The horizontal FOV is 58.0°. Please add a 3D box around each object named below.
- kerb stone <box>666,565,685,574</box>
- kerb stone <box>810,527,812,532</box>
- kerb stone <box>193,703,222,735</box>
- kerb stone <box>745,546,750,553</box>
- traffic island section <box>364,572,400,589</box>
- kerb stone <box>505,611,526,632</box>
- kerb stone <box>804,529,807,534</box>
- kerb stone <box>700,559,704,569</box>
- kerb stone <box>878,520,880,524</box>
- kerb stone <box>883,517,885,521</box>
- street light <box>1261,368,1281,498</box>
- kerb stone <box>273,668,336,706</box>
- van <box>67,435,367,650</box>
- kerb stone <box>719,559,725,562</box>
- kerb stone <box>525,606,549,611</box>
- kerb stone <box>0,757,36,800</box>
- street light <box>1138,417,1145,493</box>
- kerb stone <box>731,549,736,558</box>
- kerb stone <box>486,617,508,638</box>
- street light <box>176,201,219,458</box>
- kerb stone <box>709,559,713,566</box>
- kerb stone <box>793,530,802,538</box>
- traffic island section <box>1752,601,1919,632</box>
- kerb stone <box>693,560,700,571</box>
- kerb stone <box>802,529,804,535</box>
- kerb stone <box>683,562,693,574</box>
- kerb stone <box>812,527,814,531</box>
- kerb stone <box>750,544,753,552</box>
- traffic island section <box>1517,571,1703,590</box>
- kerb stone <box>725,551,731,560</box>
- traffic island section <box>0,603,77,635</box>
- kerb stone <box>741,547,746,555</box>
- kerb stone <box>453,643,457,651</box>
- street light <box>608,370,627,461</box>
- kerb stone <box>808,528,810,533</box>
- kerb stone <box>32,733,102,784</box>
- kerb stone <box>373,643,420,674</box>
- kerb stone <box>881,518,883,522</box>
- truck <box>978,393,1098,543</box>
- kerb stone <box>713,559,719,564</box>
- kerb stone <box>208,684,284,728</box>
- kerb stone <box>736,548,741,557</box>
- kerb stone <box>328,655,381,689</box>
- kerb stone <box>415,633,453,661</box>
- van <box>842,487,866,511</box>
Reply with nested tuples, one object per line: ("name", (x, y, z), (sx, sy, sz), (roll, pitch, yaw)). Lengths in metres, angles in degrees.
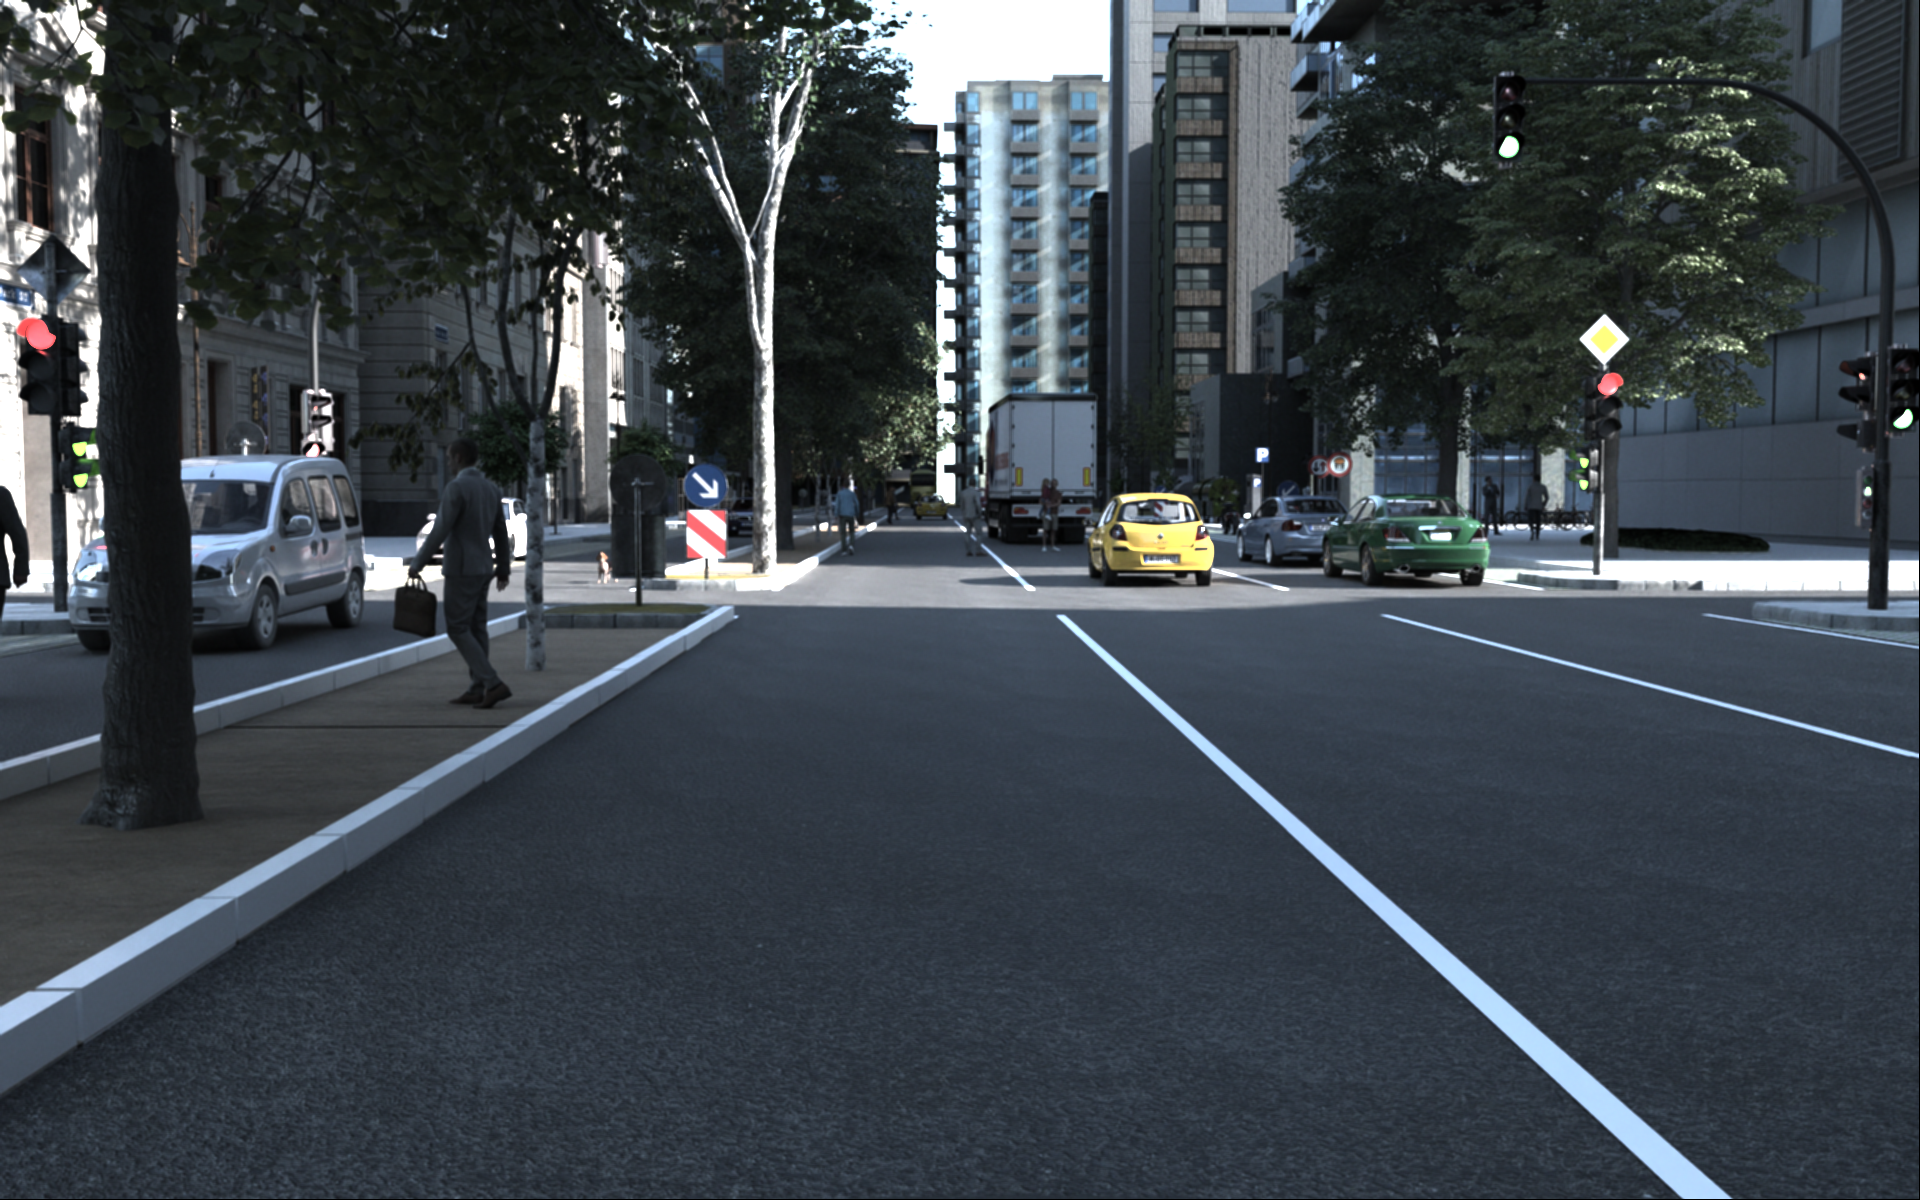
("kerb stone", (-4.957, -0.482, 30.068), (0.120, 0.150, 1.000), (0, 4, -1))
("kerb stone", (-5.630, -2.550, 63.896), (0.120, 0.150, 1.000), (0, 4, -1))
("kerb stone", (-4.556, 0.744, 10.028), (0.120, 0.150, 1.000), (0, 4, -1))
("kerb stone", (-5.185, -1.169, 41.351), (0.120, 0.150, 1.000), (0, 4, -1))
("traffic island section", (-9.976, -0.281, 26.877), (2.009, 0.180, 2.903), (0, 4, -1))
("kerb stone", (-4.721, 0.247, 18.235), (0.120, 0.150, 1.000), (0, 4, -1))
("kerb stone", (-5.571, -2.363, 60.825), (0.120, 0.150, 1.000), (0, 4, -1))
("kerb stone", (-5.019, -0.670, 33.146), (0.120, 0.150, 1.000), (0, 4, -1))
("kerb stone", (-3.823, -3.431, 78.286), (0.120, 0.150, 1.000), (0, 4, -1))
("kerb stone", (-3.999, -3.995, 87.517), (0.120, 0.150, 1.000), (0, 4, -1))
("street light", (11.411, -5.564, 63.765), (0.468, 5.910, 1.993), (0, 4, -1))
("kerb stone", (-4.598, 0.619, 12.077), (0.120, 0.150, 1.000), (0, 4, -1))
("van", (-7.263, -0.625, 17.226), (2.013, 2.044, 4.112), (0, 4, -2))
("kerb stone", (-5.085, -0.857, 36.214), (0.120, 0.150, 1.000), (0, 4, -1))
("kerb stone", (-4.737, 0.179, 19.265), (0.120, 0.150, 1.000), (0, 4, -1))
("kerb stone", (-4.517, 0.870, 7.979), (0.120, 0.150, 1.000), (0, 4, -1))
("street light", (10.648, -7.853, 101.178), (0.468, 5.910, 1.993), (0, 4, -1))
("kerb stone", (-5.123, -0.984, 38.277), (0.120, 0.150, 1.000), (0, 4, -1))
("kerb stone", (-4.699, 0.310, 17.213), (0.120, 0.150, 1.000), (0, 4, -1))
("street light", (-12.114, -3.347, 27.509), (0.468, 5.910, 1.993), (0, 4, -1))
("kerb stone", (-5.037, -0.730, 34.169), (0.120, 0.150, 1.000), (0, 4, -1))
("kerb stone", (-5.531, -2.237, 58.773), (0.120, 0.150, 1.000), (0, 4, -1))
("traffic island section", (10.221, 0.183, 19.289), (2.009, 0.180, 2.903), (0, 4, -1))
("kerb stone", (-4.994, -0.607, 32.121), (0.120, 0.150, 1.000), (0, 4, -1))
("kerb stone", (-5.552, -2.300, 59.798), (0.120, 0.150, 1.000), (0, 4, -1))
("kerb stone", (-4.970, -0.544, 31.090), (0.120, 0.150, 1.000), (0, 4, -1))
("kerb stone", (-5.652, -2.611, 64.918), (0.120, 0.150, 1.000), (0, 4, -1))
("kerb stone", (-5.196, -1.235, 42.381), (0.120, 0.150, 1.000), (0, 4, -1))
("traffic island section", (10.061, -0.305, 27.273), (2.009, 0.180, 2.903), (0, 4, -1))
("kerb stone", (-5.099, -0.921, 37.247), (0.120, 0.150, 1.000), (0, 4, -1))
("traffic island section", (-9.816, 0.207, 18.894), (2.009, 0.180, 2.903), (0, 4, -1))
("kerb stone", (-5.156, -1.108, 40.324), (0.120, 0.150, 1.000), (0, 4, -1))
("kerb stone", (-4.679, 0.370, 16.192), (0.120, 0.150, 1.000), (0, 4, -1))
("street light", (-12.785, -5.629, 64.817), (0.468, 5.910, 1.993), (0, 4, -1))
("kerb stone", (-5.620, -2.485, 62.869), (0.120, 0.150, 1.000), (0, 4, -1))
("kerb stone", (-4.537, 0.808, 9.000), (0.120, 0.150, 1.000), (0, 4, -1))
("kerb stone", (-4.634, 0.493, 14.130), (0.120, 0.150, 1.000), (0, 4, -1))
("kerb stone", (-3.947, -3.807, 84.446), (0.120, 0.150, 1.000), (0, 4, -1))
("truck", (2.267, -3.953, 53.545), (2.839, 4.237, 11.283), (0, 4, -3))
("kerb stone", (-5.063, -0.794, 35.192), (0.120, 0.150, 1.000), (0, 4, -1))
("kerb stone", (-4.576, 0.682, 11.050), (0.120, 0.150, 1.000), (0, 4, -1))
("kerb stone", (-5.136, -1.046, 39.299), (0.120, 0.150, 1.000), (0, 4, -1))
("kerb stone", (-4.618, 0.556, 13.099), (0.120, 0.150, 1.000), (0, 4, -1))
("kerb stone", (-4.654, 0.431, 15.154), (0.120, 0.150, 1.000), (0, 4, -1))
("van", (-8.735, -8.413, 141.942), (2.240, 2.365, 5.245), (0, 3, 0))
